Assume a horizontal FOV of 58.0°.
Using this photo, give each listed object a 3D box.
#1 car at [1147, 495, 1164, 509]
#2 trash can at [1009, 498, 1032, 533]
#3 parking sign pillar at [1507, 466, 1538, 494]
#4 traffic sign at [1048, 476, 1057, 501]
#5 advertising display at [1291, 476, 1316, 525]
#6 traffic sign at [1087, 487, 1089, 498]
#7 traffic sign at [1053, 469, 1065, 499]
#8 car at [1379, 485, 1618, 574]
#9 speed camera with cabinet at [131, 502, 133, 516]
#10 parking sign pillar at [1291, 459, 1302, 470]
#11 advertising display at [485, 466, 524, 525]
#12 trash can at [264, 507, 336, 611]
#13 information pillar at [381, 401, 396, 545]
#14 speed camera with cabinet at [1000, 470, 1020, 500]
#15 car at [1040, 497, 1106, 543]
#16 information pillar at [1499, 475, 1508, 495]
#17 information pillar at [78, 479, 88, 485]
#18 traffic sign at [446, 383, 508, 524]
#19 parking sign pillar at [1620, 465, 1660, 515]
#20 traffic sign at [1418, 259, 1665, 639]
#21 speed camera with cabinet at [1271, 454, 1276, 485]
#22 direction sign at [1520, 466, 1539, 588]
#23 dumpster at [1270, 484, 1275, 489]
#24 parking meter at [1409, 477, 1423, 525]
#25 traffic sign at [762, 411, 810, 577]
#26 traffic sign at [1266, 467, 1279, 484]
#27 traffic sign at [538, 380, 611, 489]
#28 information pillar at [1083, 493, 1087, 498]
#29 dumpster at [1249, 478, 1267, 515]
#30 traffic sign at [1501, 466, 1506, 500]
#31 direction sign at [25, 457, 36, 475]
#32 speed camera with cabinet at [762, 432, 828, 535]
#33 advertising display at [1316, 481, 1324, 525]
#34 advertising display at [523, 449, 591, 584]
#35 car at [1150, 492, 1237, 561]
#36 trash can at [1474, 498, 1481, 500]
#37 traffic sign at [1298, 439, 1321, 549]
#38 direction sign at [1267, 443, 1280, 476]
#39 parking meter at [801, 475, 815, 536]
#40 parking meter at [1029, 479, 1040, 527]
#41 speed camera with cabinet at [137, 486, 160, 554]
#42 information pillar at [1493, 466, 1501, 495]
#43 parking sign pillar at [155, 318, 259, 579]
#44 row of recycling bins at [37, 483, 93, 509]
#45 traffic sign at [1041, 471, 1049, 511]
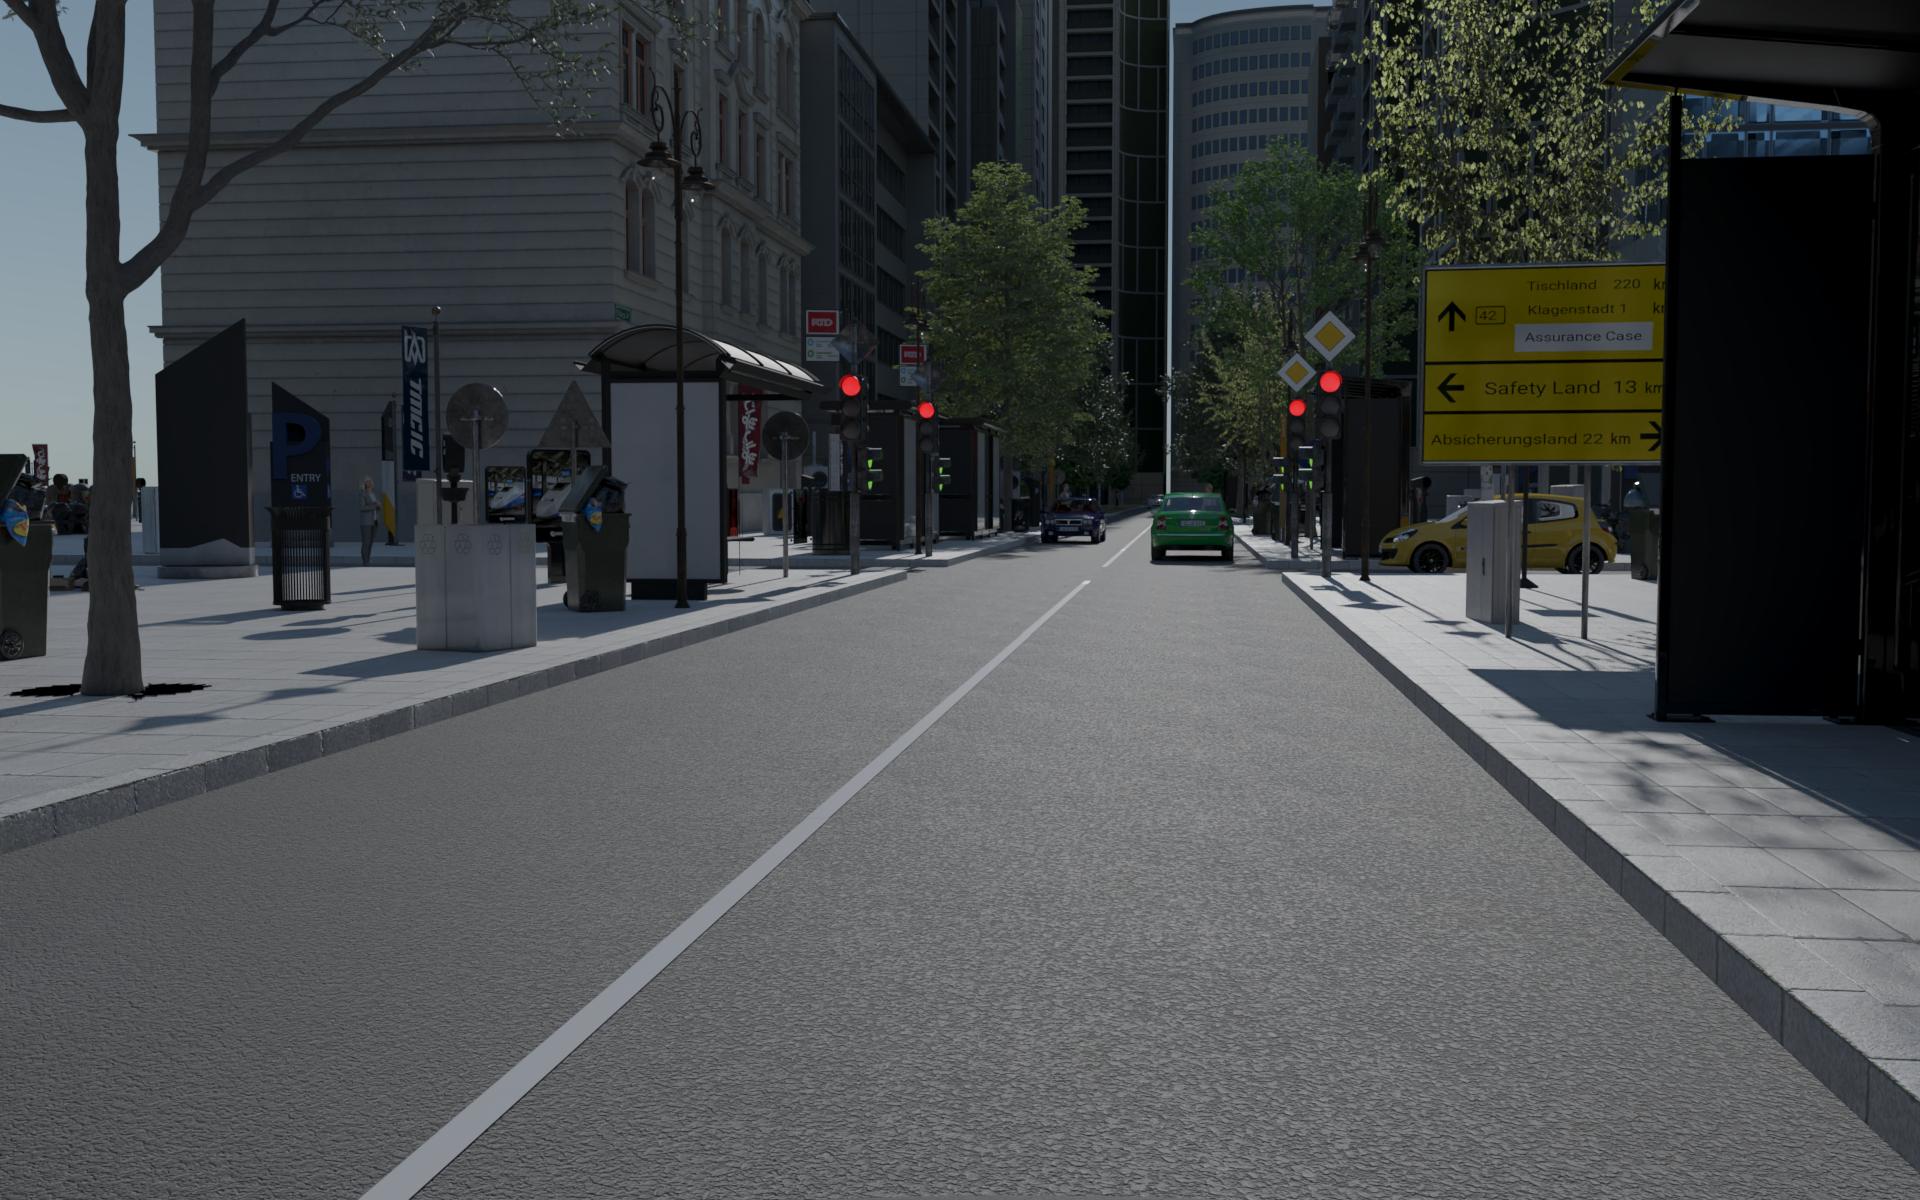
[{"bbox_3d":[19.368,-9.637,169.921,2.083,1.381,4.827,0,4,8],"label":"car"},{"bbox_3d":[2.013,-2.817,57.705,0.748,1.137,0.748,0,3,0],"label":"trash can"},{"bbox_3d":[25.405,-5.395,76.688,1.447,3.967,1.447,-3,4,-36],"label":"parking sign pillar"},{"bbox_3d":[5.216,-5.817,95.207,0.768,2.556,0.104,1,4,17],"label":"traffic sign"},{"bbox_3d":[12.523,-3.573,63.627,0.974,1.923,0.123,-1,4,-23],"label":"advertising display"},{"bbox_3d":[7.018,-5.802,94.972,0.768,2.556,0.104,1,4,14],"label":"traffic sign"},{"bbox_3d":[5.012,-5.423,88.770,0.768,2.556,0.104,1,4,12],"label":"traffic sign"},{"bbox_3d":[9.421,-1.239,30.477,3.980,1.641,2.015,1,4,9],"label":"car"},{"bbox_3d":[-49.244,-6.667,103.349,0.660,3.252,2.038,-3,4,-39],"label":"speed camera with cabinet"},{"bbox_3d":[19.823,-6.948,102.072,1.447,3.967,1.447,1,4,23],"label":"parking sign pillar"},{"bbox_3d":[-10.446,-2.118,39.851,0.974,1.923,0.123,-3,5,-41],"label":"advertising display"},{"bbox_3d":[-7.306,-0.462,19.208,0.748,1.137,0.748,0,3,0],"label":"trash can"},{"bbox_3d":[-14.302,-3.179,43.331,0.183,3.616,0.504,0,4,8],"label":"information pillar"},{"bbox_3d":[1.290,-4.411,66.455,2.038,3.252,0.660,-2,4,-28],"label":"speed camera with cabinet"},{"bbox_3d":[3.405,-2.391,51.672,1.945,1.354,3.894,1,4,9],"label":"car"},{"bbox_3d":[20.569,-3.728,65.450,0.304,2.012,0.304,3,5,45],"label":"information pillar"},{"bbox_3d":[-41.477,-4.740,81.993,0.304,2.012,0.304,1,4,9],"label":"information pillar"},{"bbox_3d":[-5.536,-1.206,19.832,0.768,2.556,0.104,1,4,11],"label":"traffic sign"},{"bbox_3d":[16.252,-3.198,40.758,1.447,3.967,1.447,1,4,20],"label":"parking sign pillar"},{"bbox_3d":[5.217,-1.311,15.304,2.265,3.308,0.079,1,4,11],"label":"traffic sign"},{"bbox_3d":[15.041,-5.339,81.633,0.660,3.252,2.038,0,4,7],"label":"speed camera with cabinet"},{"bbox_3d":[7.734,-1.935,23.642,0.379,3.537,0.876,0,4,-2],"label":"direction sign"},{"bbox_3d":[13.568,-4.080,72.463,1.264,1.857,1.865,0,4,7],"label":"dumpster"},{"bbox_3d":[15.684,-3.294,59.575,0.399,1.863,0.255,-1,4,-9],"label":"parking meter"},{"bbox_3d":[-2.686,-1.622,26.620,0.768,2.556,0.104,1,4,12],"label":"traffic sign"},{"bbox_3d":[14.115,-4.757,77.883,0.768,2.556,0.104,1,4,17],"label":"traffic sign"},{"bbox_3d":[-4.420,-1.213,19.840,0.884,2.594,0.081,1,4,11],"label":"traffic sign"},{"bbox_3d":[8.019,-6.478,110.412,0.304,2.012,0.304,-2,4,-30],"label":"information pillar"},{"bbox_3d":[18.105,-6.185,103.624,1.502,2.255,1.985,0,4,7],"label":"dumpster"},{"bbox_3d":[6.994,-1.235,22.317,0.606,2.300,0.079,1,4,12],"label":"traffic sign"},{"bbox_3d":[-61.820,-7.551,115.455,0.379,3.537,0.876,3,5,42],"label":"direction sign"},{"bbox_3d":[-5.155,-3.675,54.424,2.038,3.252,0.660,-2,4,-25],"label":"speed camera with cabinet"},{"bbox_3d":[15.166,-4.099,72.232,0.123,1.923,0.974,-3,5,-40],"label":"advertising display"},{"bbox_3d":[-5.783,-1.212,25.024,0.974,1.923,0.123,-3,5,-41],"label":"advertising display"},{"bbox_3d":[5.209,-1.827,38.675,1.959,1.807,4.718,1,4,8],"label":"car"},{"bbox_3d":[18.532,-3.030,61.197,0.748,1.137,0.748,0,3,0],"label":"trash can"},{"bbox_3d":[8.190,-2.456,40.269,0.768,2.556,0.104,1,4,12],"label":"traffic sign"},{"bbox_3d":[14.030,-5.180,76.693,0.876,3.537,0.379,1,4,16],"label":"direction sign"},{"bbox_3d":[-4.613,-2.874,52.702,0.399,1.863,0.255,2,4,27],"label":"parking meter"},{"bbox_3d":[2.930,-3.798,67.800,0.399,1.863,0.255,-3,5,-44],"label":"parking meter"},{"bbox_3d":[-16.698,-2.652,37.703,0.660,3.252,2.038,3,4,39],"label":"speed camera with cabinet"},{"bbox_3d":[21.861,-4.827,70.268,0.504,3.616,0.183,0,4,7],"label":"information pillar"},{"bbox_3d":[-11.609,-2.334,26.634,1.447,3.967,1.447,-1,4,-12],"label":"parking sign pillar"},{"bbox_3d":[-33.739,-3.613,66.193,3.534,1.692,1.069,2,4,31],"label":"row of recycling bins"},{"bbox_3d":[4.854,-5.857,95.761,0.884,2.594,0.081,1,4,9],"label":"traffic sign"}]
